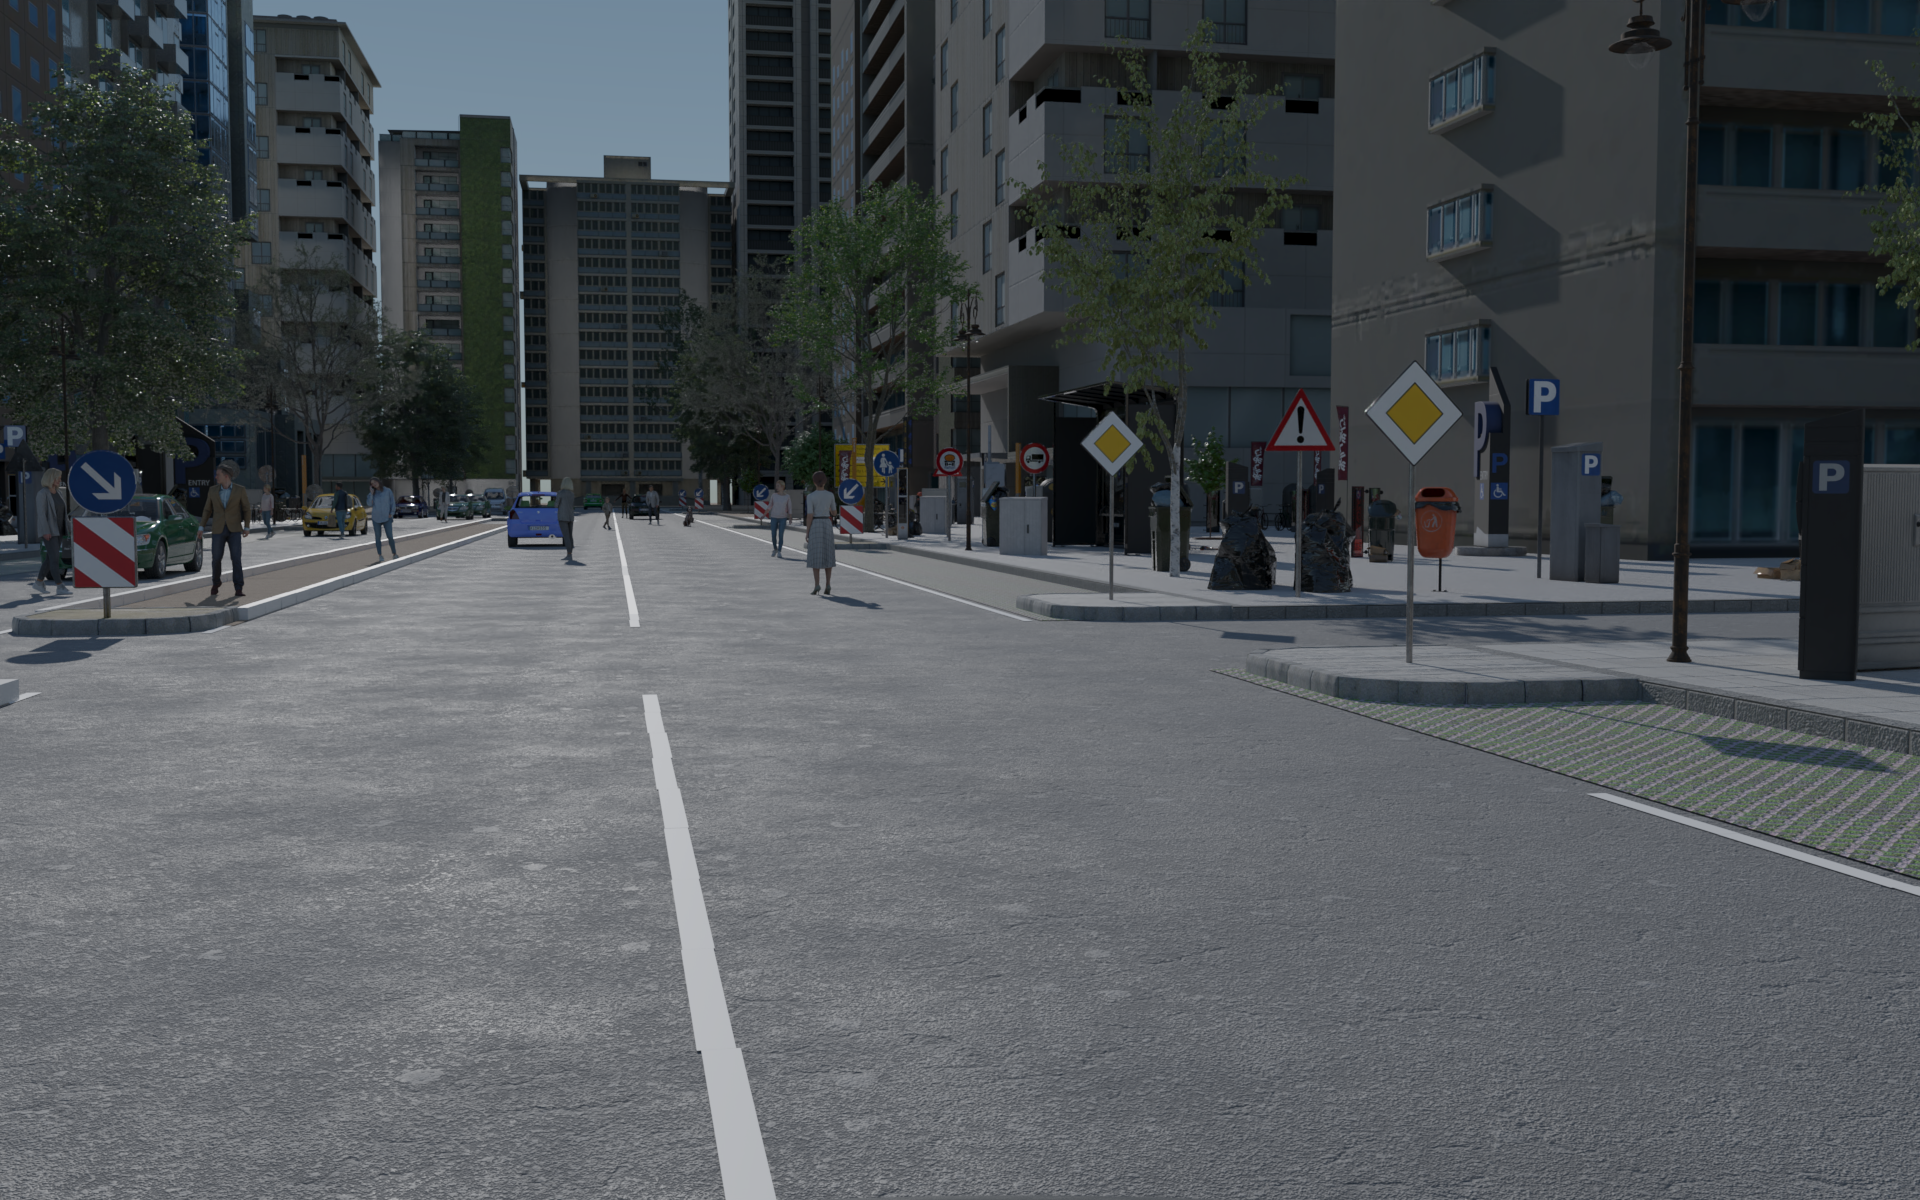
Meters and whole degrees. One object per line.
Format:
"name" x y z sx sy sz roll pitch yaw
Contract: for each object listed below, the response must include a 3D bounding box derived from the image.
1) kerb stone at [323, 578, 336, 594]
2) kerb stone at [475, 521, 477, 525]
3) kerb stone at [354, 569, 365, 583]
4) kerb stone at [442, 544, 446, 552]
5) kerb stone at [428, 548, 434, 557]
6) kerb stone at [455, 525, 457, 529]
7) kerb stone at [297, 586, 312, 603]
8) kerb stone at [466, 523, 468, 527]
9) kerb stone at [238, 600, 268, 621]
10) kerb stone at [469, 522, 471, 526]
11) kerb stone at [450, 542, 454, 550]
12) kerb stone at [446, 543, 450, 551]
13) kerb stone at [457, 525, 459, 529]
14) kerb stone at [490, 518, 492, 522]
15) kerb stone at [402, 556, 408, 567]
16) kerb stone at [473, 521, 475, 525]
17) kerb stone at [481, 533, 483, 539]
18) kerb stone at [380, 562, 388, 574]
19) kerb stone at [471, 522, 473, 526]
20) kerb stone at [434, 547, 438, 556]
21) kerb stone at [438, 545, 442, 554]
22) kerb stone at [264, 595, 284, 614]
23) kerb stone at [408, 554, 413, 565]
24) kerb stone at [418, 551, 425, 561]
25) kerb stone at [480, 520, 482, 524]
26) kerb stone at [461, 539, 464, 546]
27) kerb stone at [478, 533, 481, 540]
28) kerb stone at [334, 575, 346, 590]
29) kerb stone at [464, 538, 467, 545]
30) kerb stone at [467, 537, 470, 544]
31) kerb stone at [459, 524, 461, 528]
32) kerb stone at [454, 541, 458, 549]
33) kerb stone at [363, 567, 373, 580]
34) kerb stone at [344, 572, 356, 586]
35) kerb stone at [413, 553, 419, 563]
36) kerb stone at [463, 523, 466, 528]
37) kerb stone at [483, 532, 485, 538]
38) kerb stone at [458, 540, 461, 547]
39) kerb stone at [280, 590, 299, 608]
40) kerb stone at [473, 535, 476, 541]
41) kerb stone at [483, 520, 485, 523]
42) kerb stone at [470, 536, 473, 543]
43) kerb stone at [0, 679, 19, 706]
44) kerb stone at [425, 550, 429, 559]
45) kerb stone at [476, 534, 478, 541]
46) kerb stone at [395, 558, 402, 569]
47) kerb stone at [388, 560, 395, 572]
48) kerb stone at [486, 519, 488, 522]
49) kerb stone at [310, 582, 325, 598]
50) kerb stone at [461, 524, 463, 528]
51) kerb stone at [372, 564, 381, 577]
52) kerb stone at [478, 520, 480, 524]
"kerb stone" -9.212 -0.176 25.076 0.120 0.150 1.000 -1 4 -11
"kerb stone" -22.250 -3.471 78.943 0.120 0.150 1.000 -1 4 -11
"kerb stone" -9.823 -0.361 28.090 0.120 0.150 1.000 -1 4 -11
"kerb stone" -12.679 -1.222 42.170 0.120 0.150 1.000 -1 4 -11
"kerb stone" -12.060 -1.038 39.166 0.120 0.150 1.000 -1 4 -11
"kerb stone" -20.222 -2.856 68.893 0.120 0.150 1.000 -1 4 -11
"kerb stone" -8.810 -0.050 23.070 0.120 0.150 1.000 -1 4 -11
"kerb stone" -21.232 -3.159 73.926 0.120 0.150 1.000 -1 4 -11
"kerb stone" -8.206 0.131 20.053 0.120 0.150 1.000 -1 4 -11
"kerb stone" -21.636 -3.286 75.933 0.120 0.150 1.000 -1 4 -11
"kerb stone" -13.086 -1.345 44.190 0.120 0.150 1.000 -1 4 -11
"kerb stone" -12.883 -1.283 43.172 0.120 0.150 1.000 -1 4 -11
"kerb stone" -20.421 -2.916 69.896 0.120 0.150 1.000 -1 4 -11
"kerb stone" -24.284 -4.085 88.993 0.120 0.150 1.000 -1 4 -11
"kerb stone" -11.049 -0.726 34.136 0.120 0.150 1.000 -1 4 -11
"kerb stone" -22.055 -3.401 77.940 0.120 0.150 1.000 -1 4 -11
"kerb stone" -15.114 -1.961 54.260 0.120 0.150 1.000 -1 4 -11
"kerb stone" -10.443 -0.546 31.118 0.120 0.150 1.000 -1 4 -11
"kerb stone" -21.846 -3.345 76.934 0.120 0.150 1.000 -1 4 -11
"kerb stone" -12.268 -1.099 40.167 0.120 0.150 1.000 -1 4 -11
"kerb stone" -12.476 -1.159 41.168 0.120 0.150 1.000 -1 4 -11
"kerb stone" -8.410 0.071 21.055 0.120 0.150 1.000 -1 4 -11
"kerb stone" -11.265 -0.790 35.154 0.120 0.150 1.000 -1 4 -11
"kerb stone" -11.659 -0.915 37.161 0.120 0.150 1.000 -1 4 -11
"kerb stone" -22.858 -3.651 81.957 0.120 0.150 1.000 -1 4 -11
"kerb stone" -13.688 -1.530 47.215 0.120 0.150 1.000 -1 4 -11
"kerb stone" -14.912 -1.900 53.257 0.120 0.150 1.000 -1 4 -11
"kerb stone" -9.429 -0.237 26.075 0.120 0.150 1.000 -1 4 -11
"kerb stone" -13.894 -1.588 48.217 0.120 0.150 1.000 -1 4 -11
"kerb stone" -14.099 -1.653 49.233 0.120 0.150 1.000 -1 4 -11
"kerb stone" -20.621 -2.979 70.904 0.120 0.150 1.000 -1 4 -11
"kerb stone" -13.287 -1.402 45.208 0.120 0.150 1.000 -1 4 -11
"kerb stone" -10.031 -0.422 29.103 0.120 0.150 1.000 -1 4 -11
"kerb stone" -9.628 -0.299 27.086 0.120 0.150 1.000 -1 4 -11
"kerb stone" -11.456 -0.854 36.159 0.120 0.150 1.000 -1 4 -11
"kerb stone" -21.028 -3.100 72.911 0.120 0.150 1.000 -1 4 -11
"kerb stone" -15.325 -2.019 55.261 0.120 0.150 1.000 -1 4 -11
"kerb stone" -13.495 -1.468 46.208 0.120 0.150 1.000 -1 4 -11
"kerb stone" -8.610 0.008 22.064 0.120 0.150 1.000 -1 4 -11
"kerb stone" -14.510 -1.776 51.243 0.120 0.150 1.000 -1 4 -11
"kerb stone" -23.264 -3.777 83.970 0.120 0.150 1.000 -1 4 -11
"kerb stone" -14.300 -1.715 50.235 0.120 0.150 1.000 -1 4 -11
"kerb stone" -6.490 0.653 11.519 0.120 0.150 1.000 -1 4 -11
"kerb stone" -11.867 -0.977 38.162 0.120 0.150 1.000 -1 4 -11
"kerb stone" -14.719 -1.837 52.249 0.120 0.150 1.000 -1 4 -11
"kerb stone" -10.848 -0.669 33.132 0.120 0.150 1.000 -1 4 -11
"kerb stone" -10.645 -0.607 32.126 0.120 0.150 1.000 -1 4 -11
"kerb stone" -23.675 -3.901 85.980 0.120 0.150 1.000 -1 4 -11
"kerb stone" -9.012 -0.115 24.072 0.120 0.150 1.000 -1 4 -11
"kerb stone" -20.827 -3.040 71.906 0.120 0.150 1.000 -1 4 -11
"kerb stone" -10.234 -0.484 30.114 0.120 0.150 1.000 -1 4 -11
"kerb stone" -22.652 -3.594 80.955 0.120 0.150 1.000 -1 4 -11
